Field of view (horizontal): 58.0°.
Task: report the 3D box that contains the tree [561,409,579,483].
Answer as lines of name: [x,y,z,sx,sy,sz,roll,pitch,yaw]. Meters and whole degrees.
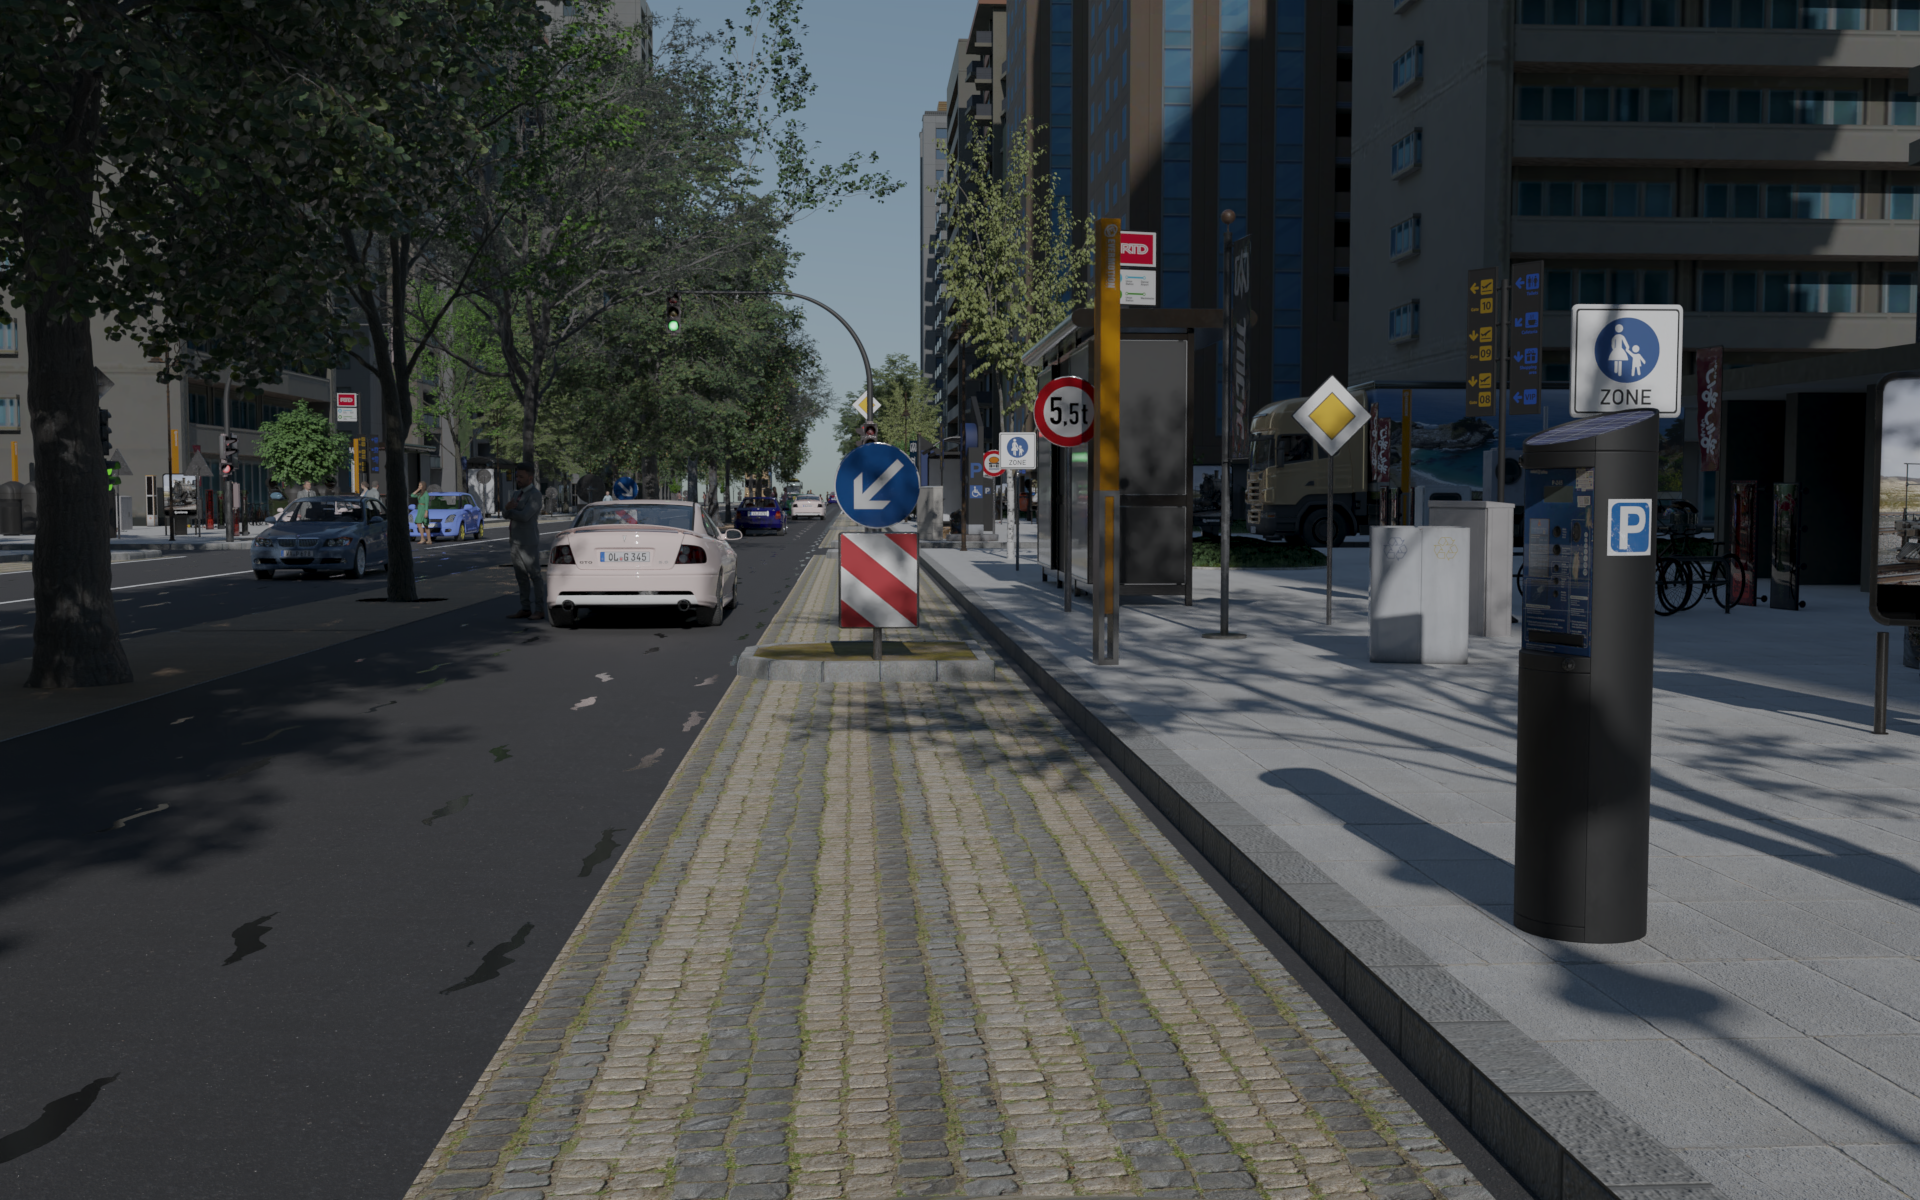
tree: [-27.110,-13.413,136.308,9.611,12.733,9.660,0,3,0]

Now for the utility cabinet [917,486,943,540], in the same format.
utility cabinet: [-0.844,-2.403,47.975,0.318,1.500,1.173,-2,4,-23]

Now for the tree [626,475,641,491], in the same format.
tree: [-28.909,-9.704,153.257,1.663,3.219,1.824,0,3,0]

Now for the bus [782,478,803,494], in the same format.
bus: [-25.753,-16.898,267.831,2.896,3.916,12.252,0,4,-3]

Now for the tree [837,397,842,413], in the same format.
tree: [-11.532,-10.567,85.593,12.009,13.543,11.850,0,3,0]

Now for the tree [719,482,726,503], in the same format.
tree: [-34.788,-15.863,253.955,1.663,3.219,1.824,0,3,0]

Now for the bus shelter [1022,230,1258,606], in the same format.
bus shelter: [2.081,-2.829,23.885,2.179,5.291,8.768,0,4,-3]

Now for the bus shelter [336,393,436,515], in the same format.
bus shelter: [-23.721,-5.731,71.336,2.179,5.291,8.768,0,4,-3]

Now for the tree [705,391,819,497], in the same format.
tree: [-12.884,-10.508,108.670,8.767,10.594,7.601,0,4,-4]

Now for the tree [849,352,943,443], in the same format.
tree: [-4.797,-13.505,138.927,7.486,12.596,7.792,0,3,0]

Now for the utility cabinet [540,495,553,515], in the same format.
utility cabinet: [-25.685,-5.868,107.101,1.020,1.237,0.306,1,4,9]

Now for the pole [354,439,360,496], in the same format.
pole: [-22.306,-4.294,64.055,0.158,3.312,0.155,0,3,0]

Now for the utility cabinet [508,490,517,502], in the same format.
utility cabinet: [-25.748,-5.652,101.089,1.173,1.500,0.318,-3,4,-38]

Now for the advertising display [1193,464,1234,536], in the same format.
advertising display: [5.377,-1.958,37.224,0.974,1.923,0.123,0,4,-2]

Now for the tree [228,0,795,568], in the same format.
tree: [-8.468,-7.393,33.699,12.009,13.543,11.850,0,3,0]

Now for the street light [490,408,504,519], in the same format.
street light: [-24.183,-7.208,90.638,0.468,5.910,1.993,0,4,-4]

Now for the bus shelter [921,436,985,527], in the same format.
bus shelter: [-0.295,-4.245,63.337,2.014,3.302,5.546,0,4,-4]

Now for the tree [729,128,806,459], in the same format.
tree: [-9.031,-8.644,50.441,9.857,13.997,8.962,0,3,0]

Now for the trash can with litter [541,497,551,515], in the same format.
trash can with litter: [-25.171,-5.765,105.641,0.624,1.170,1.055,1,4,16]

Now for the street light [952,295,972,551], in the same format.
street light: [0.084,-4.041,38.859,0.468,5.910,1.993,0,4,-4]

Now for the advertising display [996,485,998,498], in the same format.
advertising display: [2.746,-7.019,119.970,0.123,1.923,0.974,-2,4,-25]

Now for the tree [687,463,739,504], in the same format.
tree: [-34.449,-19.365,234.750,7.486,12.596,7.792,0,3,0]

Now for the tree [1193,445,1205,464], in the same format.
tree: [9.162,-4.500,68.183,1.663,3.219,1.824,0,3,0]

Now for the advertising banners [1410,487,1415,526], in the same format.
advertising banners: [10.063,-2.618,38.989,0.090,3.025,2.074,-2,4,-32]

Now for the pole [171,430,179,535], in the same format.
pole: [-24.809,-3.728,54.798,0.158,3.312,0.155,0,3,0]

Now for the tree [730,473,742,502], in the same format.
tree: [-35.919,-19.820,274.426,4.737,8.622,4.395,0,3,0]

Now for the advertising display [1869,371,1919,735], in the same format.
advertising display: [5.267,-0.230,8.969,0.974,1.923,0.123,2,4,34]

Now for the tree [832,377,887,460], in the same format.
tree: [-8.935,-16.993,184.484,9.857,13.997,8.962,0,3,0]

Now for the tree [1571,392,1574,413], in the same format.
tree: [3.596,-4.623,1.340,9.928,11.665,9.643,0,3,0]

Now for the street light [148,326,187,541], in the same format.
street light: [-21.577,-4.555,47.255,0.468,5.910,1.993,0,4,-4]

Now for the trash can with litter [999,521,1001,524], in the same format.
trash can with litter: [1.336,-3.986,76.230,1.678,1.210,2.233,0,4,7]

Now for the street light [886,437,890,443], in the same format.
street light: [-5.067,-9.117,121.844,0.468,5.910,1.993,0,4,-4]

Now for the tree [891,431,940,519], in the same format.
tree: [-2.320,-6.504,90.052,4.285,4.588,4.351,0,3,0]

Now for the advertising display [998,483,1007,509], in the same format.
advertising display: [2.663,-5.797,99.991,0.123,1.923,0.974,3,4,38]

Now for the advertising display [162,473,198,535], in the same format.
advertising display: [-24.236,-2.973,53.830,0.974,1.923,0.123,-2,4,-24]

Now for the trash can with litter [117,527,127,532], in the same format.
trash can with litter: [-28.846,-2.885,58.229,1.678,1.210,2.233,1,4,23]

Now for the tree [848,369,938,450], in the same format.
tree: [-5.000,-11.892,128.850,7.601,10.594,8.767,0,4,8]

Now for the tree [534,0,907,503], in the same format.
tree: [-8.666,-12.522,63.085,12.611,20.169,13.585,0,3,0]

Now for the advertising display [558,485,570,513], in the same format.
advertising display: [-27.338,-6.988,119.459,0.123,1.923,0.974,2,4,35]

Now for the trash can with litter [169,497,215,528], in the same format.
trash can with litter: [-28.542,-3.328,65.466,2.233,1.210,1.678,0,4,2]

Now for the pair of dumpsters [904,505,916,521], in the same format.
pair of dumpsters: [-2.140,-5.060,85.228,1.574,2.255,4.437,0,4,-3]

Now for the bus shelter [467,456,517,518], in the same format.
bus shelter: [-25.780,-6.184,95.028,2.014,3.302,5.546,0,4,-4]

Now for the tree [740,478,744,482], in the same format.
tree: [-35.566,-21.236,265.341,7.486,12.596,7.792,0,3,0]

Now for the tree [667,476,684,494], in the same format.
tree: [-30.314,-11.559,183.598,1.663,3.219,1.824,0,3,0]

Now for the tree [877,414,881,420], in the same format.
tree: [-6.032,-12.273,151.027,4.360,8.622,3.978,0,3,0]

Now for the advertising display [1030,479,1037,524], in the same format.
advertising display: [3.410,-4.165,73.313,0.974,1.923,0.123,-2,4,-28]

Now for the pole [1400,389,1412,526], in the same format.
pole: [8.708,-2.445,33.812,0.158,3.312,0.155,0,3,0]

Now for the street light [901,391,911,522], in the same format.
street light: [-2.441,-6.442,78.115,0.468,5.910,1.993,0,4,-4]

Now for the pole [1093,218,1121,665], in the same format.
pole: [1.098,-1.169,12.952,0.158,3.312,0.155,0,3,0]

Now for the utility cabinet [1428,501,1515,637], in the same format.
utility cabinet: [4.723,-0.299,16.044,0.306,1.237,1.020,-1,4,-15]

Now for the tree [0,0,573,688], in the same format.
tree: [-6.586,-6.323,12.497,9.857,13.997,8.962,0,3,0]

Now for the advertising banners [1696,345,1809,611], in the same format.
advertising banners: [9.023,-1.447,19.851,0.090,3.025,2.074,-1,4,-10]

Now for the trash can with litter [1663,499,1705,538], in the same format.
trash can with litter: [16.384,-1.687,38.965,1.055,1.170,0.624,-2,4,-34]

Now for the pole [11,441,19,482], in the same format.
pole: [-36.658,-4.488,67.224,0.158,3.312,0.155,0,3,0]

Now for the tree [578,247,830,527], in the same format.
tree: [-10.645,-9.476,74.403,9.611,12.733,9.660,0,3,0]

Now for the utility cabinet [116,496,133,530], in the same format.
utility cabinet: [-29.951,-3.108,61.971,0.306,1.237,1.020,0,4,-5]
